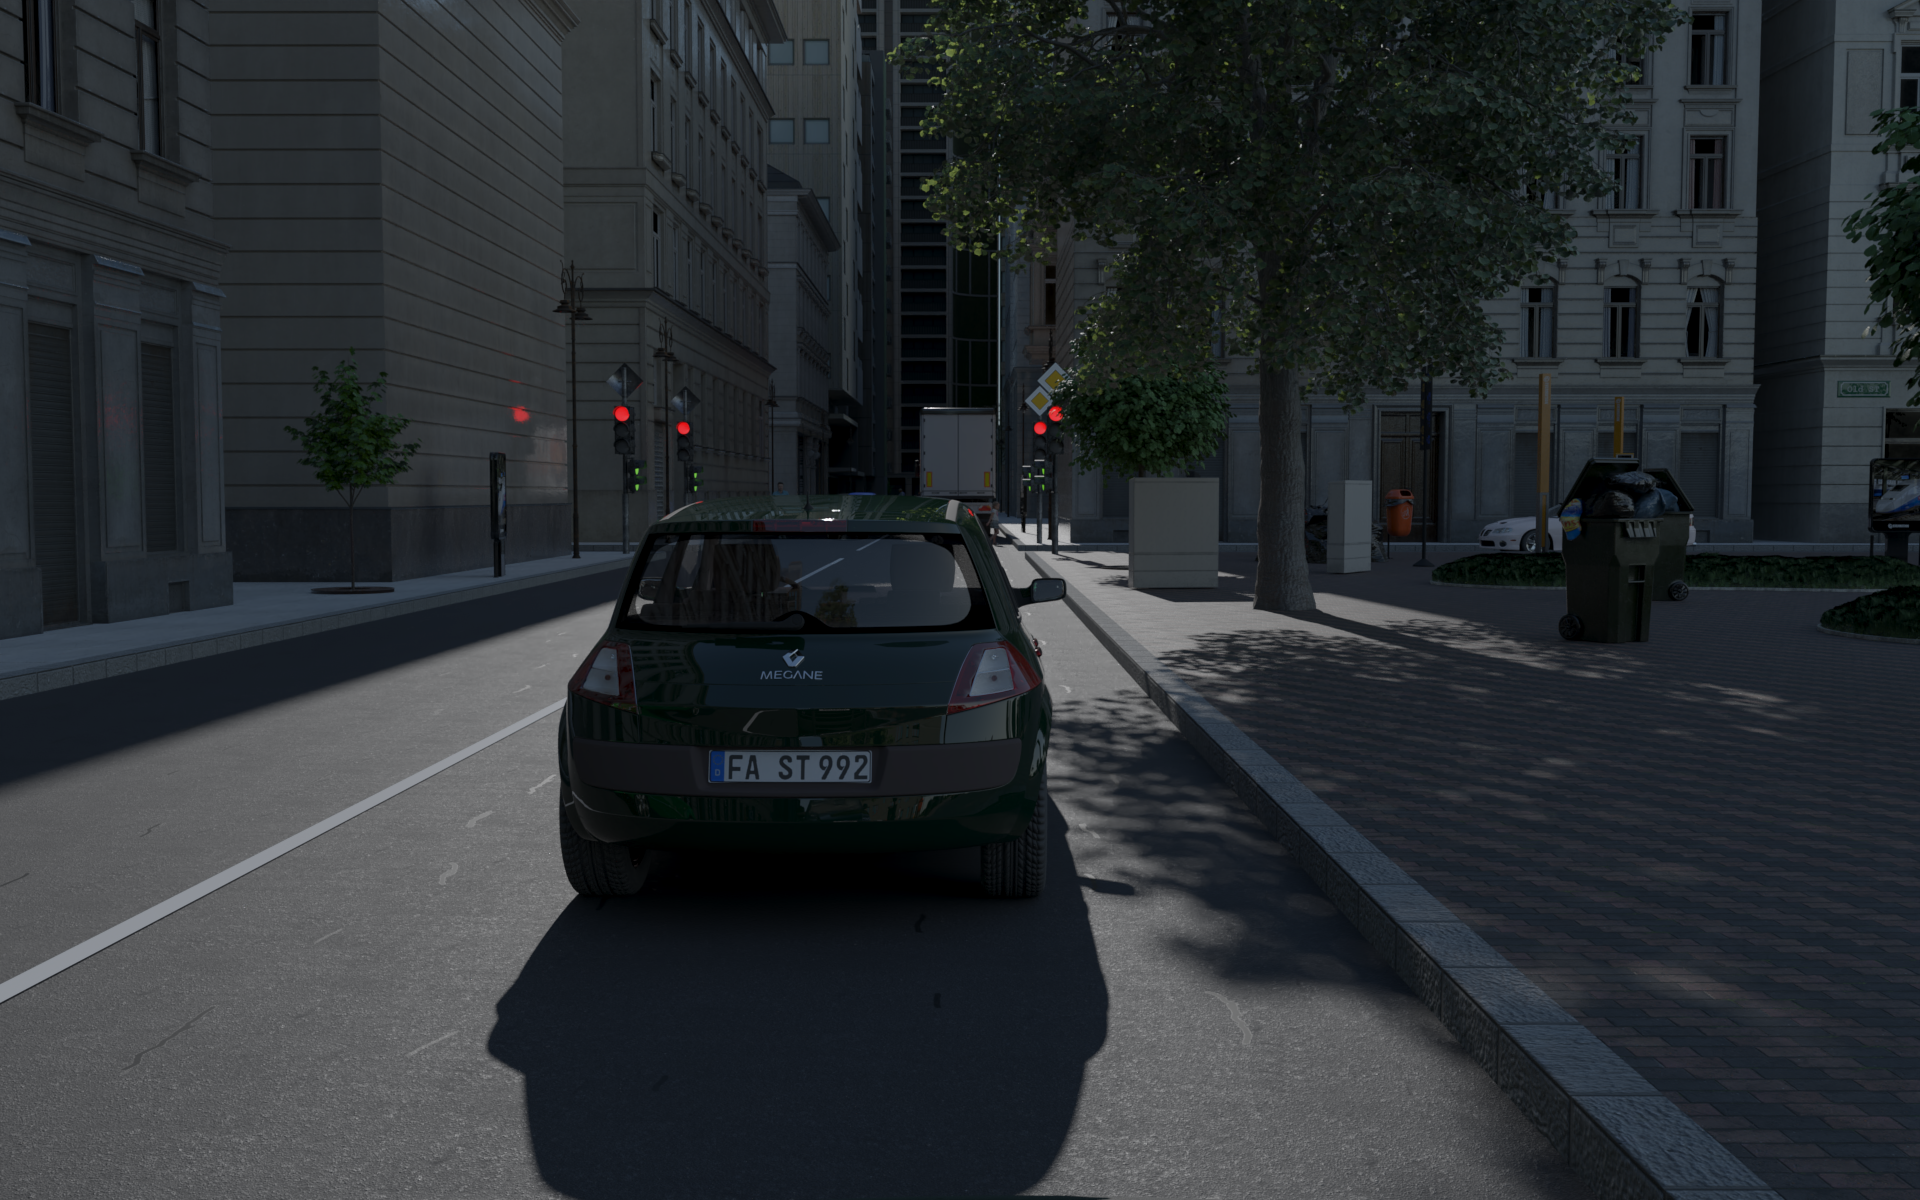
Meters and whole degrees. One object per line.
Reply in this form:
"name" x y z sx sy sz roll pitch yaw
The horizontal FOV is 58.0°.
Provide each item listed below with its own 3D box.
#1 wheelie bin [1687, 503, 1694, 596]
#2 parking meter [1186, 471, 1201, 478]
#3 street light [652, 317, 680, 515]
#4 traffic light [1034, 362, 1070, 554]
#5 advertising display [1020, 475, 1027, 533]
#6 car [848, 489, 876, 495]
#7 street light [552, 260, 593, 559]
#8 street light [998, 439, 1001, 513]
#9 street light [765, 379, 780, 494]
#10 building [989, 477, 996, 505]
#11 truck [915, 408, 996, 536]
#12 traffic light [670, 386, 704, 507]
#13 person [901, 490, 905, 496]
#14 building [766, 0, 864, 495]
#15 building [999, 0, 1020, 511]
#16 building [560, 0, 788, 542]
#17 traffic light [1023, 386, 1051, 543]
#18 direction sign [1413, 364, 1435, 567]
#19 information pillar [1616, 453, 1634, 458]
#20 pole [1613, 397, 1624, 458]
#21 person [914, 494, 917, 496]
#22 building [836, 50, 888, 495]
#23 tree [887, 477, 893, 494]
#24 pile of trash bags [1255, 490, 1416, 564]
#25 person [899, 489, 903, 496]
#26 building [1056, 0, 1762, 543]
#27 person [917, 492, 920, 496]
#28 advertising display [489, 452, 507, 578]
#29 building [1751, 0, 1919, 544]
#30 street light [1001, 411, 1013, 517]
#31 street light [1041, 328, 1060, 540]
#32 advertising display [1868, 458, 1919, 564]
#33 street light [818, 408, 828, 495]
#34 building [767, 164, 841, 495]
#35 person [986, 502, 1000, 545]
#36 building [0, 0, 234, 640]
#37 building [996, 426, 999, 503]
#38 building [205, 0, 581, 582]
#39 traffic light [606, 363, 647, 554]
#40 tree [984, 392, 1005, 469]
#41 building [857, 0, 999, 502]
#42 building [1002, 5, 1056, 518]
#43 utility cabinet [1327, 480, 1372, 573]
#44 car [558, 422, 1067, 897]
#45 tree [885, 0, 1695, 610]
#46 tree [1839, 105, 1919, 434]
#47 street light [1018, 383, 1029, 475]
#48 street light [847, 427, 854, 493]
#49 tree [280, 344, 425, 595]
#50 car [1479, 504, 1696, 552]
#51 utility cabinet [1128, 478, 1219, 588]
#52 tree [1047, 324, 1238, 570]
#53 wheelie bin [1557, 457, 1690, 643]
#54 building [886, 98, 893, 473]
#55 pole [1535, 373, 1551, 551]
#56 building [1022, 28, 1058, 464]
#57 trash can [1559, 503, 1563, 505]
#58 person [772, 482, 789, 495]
"wheelie bin" 8.423 -0.799 20.973 0.693 1.594 0.980 0 4 -3
"parking meter" 5.975 -2.363 44.344 0.255 1.863 0.399 2 4 33
"street light" -7.662 -4.434 45.277 0.468 5.910 1.993 0 4 0
"traffic light" 2.017 -2.942 37.020 0.839 4.253 0.868 0 4 0
"advertising display" 2.112 -3.205 57.607 0.123 1.923 0.974 0 4 -4
"car" -4.189 -3.937 73.963 1.945 1.707 3.694 0 4 2
"street light" -7.651 -3.766 34.362 0.468 5.910 1.993 0 4 0
"street light" 2.849 -8.991 119.795 0.468 5.910 1.993 0 4 0
"street light" -7.511 -5.910 69.413 0.468 5.910 1.993 0 4 0
"building" 19.270 -30.077 183.638 32.217 40.220 23.993 0 4 0
"truck" -0.204 -4.475 62.084 2.839 4.237 11.283 0 4 -1
"traffic light" -7.112 -3.432 45.026 0.839 4.253 0.868 0 4 0
"person" -5.455 -9.354 161.306 0.599 1.838 0.709 3 4 36
"building" -21.570 -33.269 133.184 28.713 52.752 27.495 0 4 0
"building" 10.052 -27.529 133.699 14.154 41.232 14.086 0 4 0
"building" -15.464 -13.837 59.515 16.112 22.955 30.059 0 4 0
"traffic light" 2.050 -3.430 45.005 0.839 4.253 0.868 0 4 0
"direction sign" 8.219 -2.361 30.592 0.379 3.537 0.876 0 4 4
"information pillar" 11.983 -1.639 31.286 0.304 2.012 0.304 1 4 21
"pole" 13.798 -2.599 36.336 0.158 3.312 0.155 0 3 0
"person" -4.967 -10.873 189.463 0.799 1.438 0.628 1 4 21
"building" -13.898 -28.835 155.043 14.154 41.232 14.086 0 4 0
"tree" -7.004 -10.503 166.319 1.663 3.219 1.824 0 3 0
"pile of trash bags" 7.443 -1.439 33.277 3.447 1.369 1.912 -2 4 -34
"person" -4.349 -7.184 126.040 0.705 1.814 1.350 -1 4 -20
"building" 11.822 -12.244 49.344 18.267 20.994 9.793 0 4 0
"person" -4.696 -11.457 196.735 0.541 1.710 0.530 -2 4 -34
"advertising display" -7.176 -1.329 26.946 0.123 1.923 0.974 0 4 -7
"building" 43.774 -16.846 51.841 44.131 29.872 17.030 0 4 0
"street light" 2.679 -7.536 96.000 0.468 5.910 1.993 0 4 0
"street light" 2.527 -4.628 48.449 0.468 5.910 1.993 0 4 0
"advertising display" 16.793 -1.578 31.019 0.974 1.923 0.123 0 4 4
"street light" -7.366 -7.364 93.188 0.468 5.910 1.993 0 4 0
"building" -13.226 -14.932 95.055 10.553 20.767 40.483 0 4 0
"person" 0.939 -2.159 48.807 0.382 1.210 0.505 0 4 5
"building" -13.125 -9.869 10.513 9.793 20.994 18.267 0 4 0
"building" 14.732 -51.506 154.798 22.319 86.520 31.000 0 4 0
"building" -20.341 -14.245 30.164 25.104 27.353 12.463 0 4 0
"traffic light" -7.144 -2.943 37.041 0.839 4.253 0.868 0 4 0
"tree" 3.653 -10.607 123.780 4.360 8.622 3.978 0 3 0
"building" -5.477 -47.332 212.131 20.611 71.187 20.563 0 4 0
"building" 8.439 -20.024 104.878 11.434 29.767 29.804 0 4 0
"utility cabinet" 6.322 -1.191 28.151 0.318 1.500 1.173 2 4 34
"car" -0.515 0.136 7.560 2.009 1.686 4.222 0 4 1
"tree" 3.615 -6.865 18.897 9.857 13.997 8.962 0 3 0
"tree" 7.443 -1.677 11.135 4.285 4.588 4.351 0 3 0
"street light" 2.636 -6.082 72.224 0.468 5.910 1.993 0 4 0
"street light" -7.368 -8.818 116.963 0.468 5.910 1.993 0 4 0
"tree" -7.860 -1.700 22.400 1.663 3.219 1.824 0 3 0
"car" 14.506 -1.700 40.155 4.827 1.381 2.083 0 4 -1
"utility cabinet" 2.892 -0.906 23.484 1.173 1.500 0.318 0 4 -8
"tree" 3.127 -2.818 29.786 4.285 4.588 4.351 0 3 0
"wheelie bin" 5.711 -0.441 15.126 0.980 1.594 0.693 -2 4 -30
"building" -22.654 -34.527 184.131 30.456 49.044 23.786 0 4 0
"pole" 9.900 -2.175 29.405 0.158 3.312 0.155 0 3 0
"building" 9.902 -15.519 72.823 14.460 24.649 34.723 0 4 0
"trash can" 10.211 -1.027 28.443 0.748 1.137 0.748 0 3 0
"person" -5.721 -2.876 55.544 0.660 1.820 0.620 -1 4 -21
